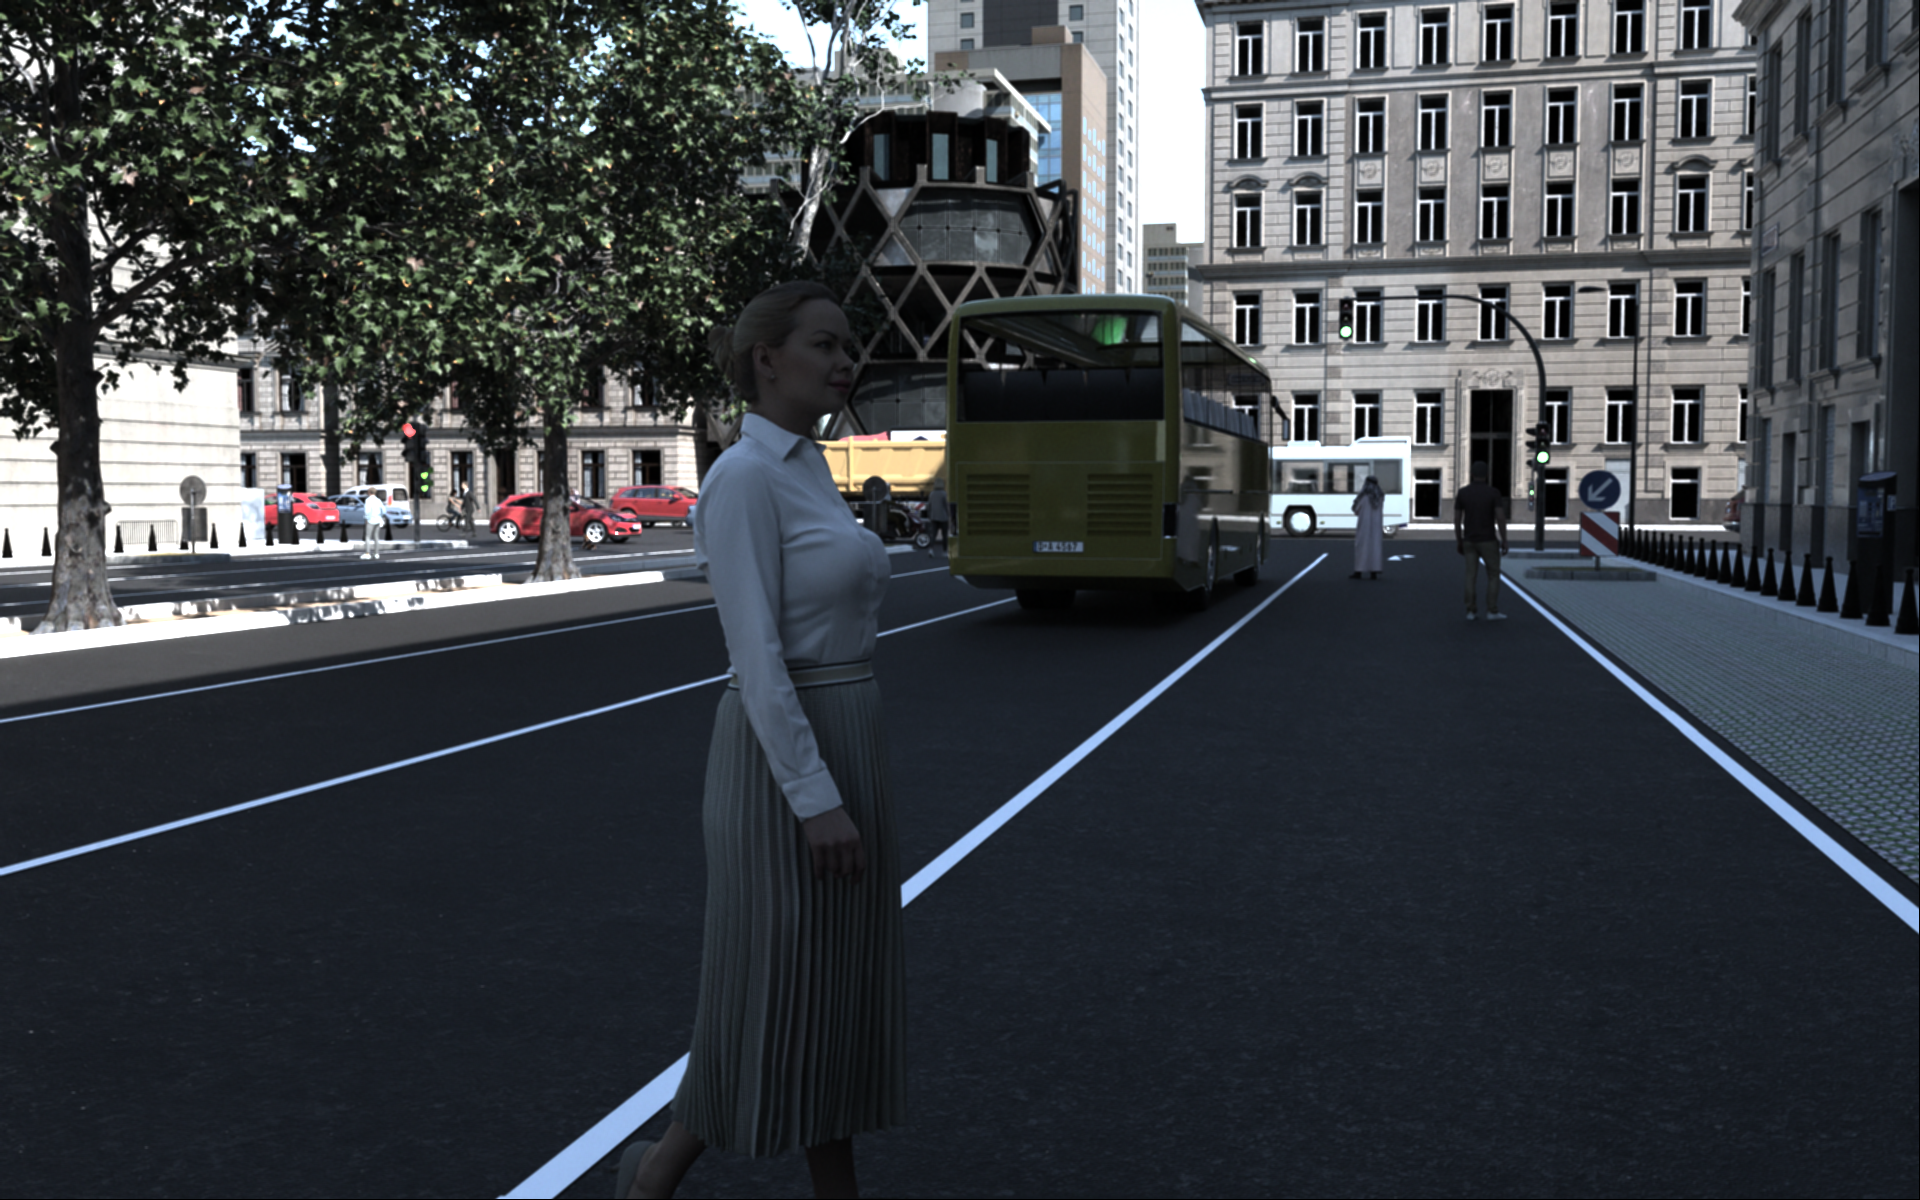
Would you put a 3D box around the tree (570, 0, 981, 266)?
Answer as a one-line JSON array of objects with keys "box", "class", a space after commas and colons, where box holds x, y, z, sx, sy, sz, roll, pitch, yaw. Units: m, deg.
[{"box": [-4.537, -10.955, 37.465, 12.611, 20.169, 13.585, 0, 3, 0], "class": "tree"}]

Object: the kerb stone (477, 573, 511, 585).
[{"box": [-7.473, -0.323, 27.470, 0.120, 0.150, 1.000, 1, 4, 14], "class": "kerb stone"}]

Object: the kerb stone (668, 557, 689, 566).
[{"box": [-5.704, -0.750, 34.452, 0.120, 0.150, 1.000, 1, 4, 14], "class": "kerb stone"}]

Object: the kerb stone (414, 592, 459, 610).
[{"box": [-6.711, 0.014, 21.968, 0.120, 0.150, 1.000, 1, 4, 14], "class": "kerb stone"}]

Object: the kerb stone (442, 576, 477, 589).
[{"box": [-7.736, -0.262, 26.478, 0.120, 0.150, 1.000, 1, 4, 14], "class": "kerb stone"}]

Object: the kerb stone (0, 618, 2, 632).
[{"box": [-10.011, 0.286, 17.511, 0.120, 0.150, 1.000, 1, 4, 14], "class": "kerb stone"}]

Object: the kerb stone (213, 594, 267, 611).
[{"box": [-8.998, 0.043, 21.494, 0.120, 0.150, 1.000, 1, 4, 14], "class": "kerb stone"}]

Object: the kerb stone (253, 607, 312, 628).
[{"box": [-7.480, 0.198, 18.960, 0.120, 0.150, 1.000, 1, 4, 14], "class": "kerb stone"}]

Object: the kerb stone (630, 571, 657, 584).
[{"box": [-5.187, -0.352, 27.950, 0.120, 0.150, 1.000, 1, 4, 14], "class": "kerb stone"}]

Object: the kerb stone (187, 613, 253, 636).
[{"box": [-7.736, 0.263, 17.958, 0.120, 0.150, 1.000, 1, 4, 14], "class": "kerb stone"}]

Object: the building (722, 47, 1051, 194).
[{"box": [-6.288, -28.322, 154.949, 32.217, 40.220, 23.993, 1, 4, 14], "class": "building"}]

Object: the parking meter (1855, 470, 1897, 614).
[{"box": [9.820, -0.622, 18.581, 0.372, 1.533, 0.369, 0, 3, 0], "class": "parking meter"}]

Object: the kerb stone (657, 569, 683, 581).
[{"box": [-4.936, -0.413, 28.953, 0.120, 0.150, 1.000, 1, 4, 14], "class": "kerb stone"}]

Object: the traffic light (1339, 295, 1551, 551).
[{"box": [11.059, -3.967, 39.525, 4.771, 5.953, 1.251, 1, 4, 14], "class": "traffic light"}]

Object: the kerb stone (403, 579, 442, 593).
[{"box": [-7.984, -0.200, 25.481, 0.120, 0.150, 1.000, 1, 4, 14], "class": "kerb stone"}]

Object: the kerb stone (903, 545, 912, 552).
[{"box": [-1.375, -1.264, 42.926, 0.120, 0.150, 1.000, 1, 4, 14], "class": "kerb stone"}]

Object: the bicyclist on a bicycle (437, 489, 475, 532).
[{"box": [-19.256, -3.430, 66.108, 1.625, 1.676, 1.499, 1, 4, 14], "class": "bicyclist on a bicycle"}]

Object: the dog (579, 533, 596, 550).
[{"box": [-9.671, -1.504, 44.783, 0.550, 0.427, 0.748, 0, 4, 3], "class": "dog"}]

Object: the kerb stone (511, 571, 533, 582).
[{"box": [-7.225, -0.380, 28.469, 0.120, 0.150, 1.000, 1, 4, 14], "class": "kerb stone"}]

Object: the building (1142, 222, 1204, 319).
[{"box": [28.596, -34.198, 251.015, 23.993, 40.220, 32.217, 1, 4, 14], "class": "building"}]

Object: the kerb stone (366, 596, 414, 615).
[{"box": [-6.968, 0.075, 20.973, 0.120, 0.150, 1.000, 1, 4, 14], "class": "kerb stone"}]

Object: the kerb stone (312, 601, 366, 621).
[{"box": [-7.223, 0.137, 19.955, 0.120, 0.150, 1.000, 1, 4, 14], "class": "kerb stone"}]

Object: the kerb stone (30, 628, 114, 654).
[{"box": [-8.237, 0.381, 15.964, 0.120, 0.150, 1.000, 1, 4, 14], "class": "kerb stone"}]

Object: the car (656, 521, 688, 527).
[{"box": [-13.510, -4.068, 76.739, 3.980, 1.641, 2.015, 1, 4, 15], "class": "car"}]

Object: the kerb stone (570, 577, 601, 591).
[{"box": [-5.700, -0.230, 25.961, 0.120, 0.150, 1.000, 1, 4, 14], "class": "kerb stone"}]

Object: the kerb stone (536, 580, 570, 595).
[{"box": [-5.948, -0.169, 24.964, 0.120, 0.150, 1.000, 1, 4, 14], "class": "kerb stone"}]

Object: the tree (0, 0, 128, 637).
[{"box": [-8.667, -5.959, 16.898, 9.611, 12.733, 9.660, 0, 3, 0], "class": "tree"}]

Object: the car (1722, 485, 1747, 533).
[{"box": [24.414, -2.458, 48.854, 5.304, 1.827, 2.281, 1, 4, 14], "class": "car"}]

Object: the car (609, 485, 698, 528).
[{"box": [-12.102, -3.898, 72.403, 5.304, 1.827, 2.281, 1, 4, 15], "class": "car"}]

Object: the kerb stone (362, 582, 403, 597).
[{"box": [-8.239, -0.137, 24.487, 0.120, 0.150, 1.000, 1, 4, 14], "class": "kerb stone"}]

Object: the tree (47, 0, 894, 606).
[{"box": [-6.233, -6.551, 26.577, 9.611, 12.733, 9.660, 0, 3, 0], "class": "tree"}]

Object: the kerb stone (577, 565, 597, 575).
[{"box": [-6.716, -0.505, 30.467, 0.120, 0.150, 1.000, 1, 4, 14], "class": "kerb stone"}]

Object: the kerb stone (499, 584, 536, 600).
[{"box": [-6.206, -0.108, 23.969, 0.120, 0.150, 1.000, 1, 4, 14], "class": "kerb stone"}]

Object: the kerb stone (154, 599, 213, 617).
[{"box": [-9.253, 0.104, 20.497, 0.120, 0.150, 1.000, 1, 4, 14], "class": "kerb stone"}]

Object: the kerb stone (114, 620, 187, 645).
[{"box": [-7.986, 0.320, 16.960, 0.120, 0.150, 1.000, 1, 4, 14], "class": "kerb stone"}]

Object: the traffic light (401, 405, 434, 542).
[{"box": [-14.480, -3.499, 46.132, 0.839, 4.253, 0.868, 1, 4, 14], "class": "traffic light"}]

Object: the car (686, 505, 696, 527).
[{"box": [-7.768, -3.138, 63.308, 4.499, 1.417, 2.014, 1, 4, 16], "class": "car"}]

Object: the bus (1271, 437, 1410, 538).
[{"box": [8.337, -3.889, 58.444, 13.247, 3.499, 2.948, 1, 4, 14], "class": "bus"}]

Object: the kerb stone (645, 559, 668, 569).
[{"box": [-5.950, -0.689, 33.455, 0.120, 0.150, 1.000, 1, 4, 14], "class": "kerb stone"}]

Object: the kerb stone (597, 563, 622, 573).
[{"box": [-6.464, -0.567, 31.462, 0.120, 0.150, 1.000, 1, 4, 14], "class": "kerb stone"}]

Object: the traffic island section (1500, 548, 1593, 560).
[{"box": [13.144, -1.038, 39.254, 2.009, 0.180, 2.903, 1, 4, 14], "class": "traffic island section"}]

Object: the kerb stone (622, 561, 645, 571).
[{"box": [-6.211, -0.628, 32.462, 0.120, 0.150, 1.000, 1, 4, 14], "class": "kerb stone"}]

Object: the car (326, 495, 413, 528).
[{"box": [-25.409, -3.755, 73.394, 4.499, 1.417, 2.014, 1, 4, 15], "class": "car"}]

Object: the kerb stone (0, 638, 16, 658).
[{"box": [-8.497, 0.444, 14.971, 0.120, 0.150, 1.000, 1, 4, 14], "class": "kerb stone"}]

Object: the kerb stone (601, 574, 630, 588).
[{"box": [-5.447, -0.291, 26.956, 0.120, 0.150, 1.000, 1, 4, 14], "class": "kerb stone"}]

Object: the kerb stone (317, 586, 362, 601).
[{"box": [-8.495, -0.079, 23.492, 0.120, 0.150, 1.000, 1, 4, 14], "class": "kerb stone"}]

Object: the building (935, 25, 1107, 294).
[{"box": [6.416, -31.873, 171.238, 14.600, 45.320, 14.200, 1, 4, 14], "class": "building"}]

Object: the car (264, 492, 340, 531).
[{"box": [-26.756, -3.629, 68.370, 4.494, 1.783, 2.155, 1, 4, 16], "class": "car"}]

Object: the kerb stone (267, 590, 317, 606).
[{"box": [-8.747, -0.018, 22.493, 0.120, 0.150, 1.000, 1, 4, 14], "class": "kerb stone"}]

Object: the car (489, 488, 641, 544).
[{"box": [-11.538, -2.555, 50.817, 4.494, 1.783, 2.155, 1, 4, 13], "class": "car"}]

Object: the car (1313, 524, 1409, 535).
[{"box": [13.835, -2.968, 61.111, 3.894, 1.354, 1.945, 1, 4, 14], "class": "car"}]

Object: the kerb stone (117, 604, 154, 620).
[{"box": [-9.509, 0.167, 19.503, 0.120, 0.150, 1.000, 1, 4, 14], "class": "kerb stone"}]

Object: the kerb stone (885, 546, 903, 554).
[{"box": [-1.632, -1.207, 41.932, 0.120, 0.150, 1.000, 1, 4, 14], "class": "kerb stone"}]

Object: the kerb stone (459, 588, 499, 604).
[{"box": [-6.460, -0.046, 22.964, 0.120, 0.150, 1.000, 1, 4, 14], "class": "kerb stone"}]

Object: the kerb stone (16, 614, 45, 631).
[{"box": [-9.764, 0.227, 18.508, 0.120, 0.150, 1.000, 1, 4, 14], "class": "kerb stone"}]

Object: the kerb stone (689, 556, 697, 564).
[{"box": [-5.448, -0.811, 35.456, 0.120, 0.150, 1.000, 1, 4, 14], "class": "kerb stone"}]

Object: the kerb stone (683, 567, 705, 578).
[{"box": [-4.681, -0.474, 29.949, 0.120, 0.150, 1.000, 1, 4, 14], "class": "kerb stone"}]

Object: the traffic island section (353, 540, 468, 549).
[{"box": [-14.516, -1.468, 46.276, 2.009, 0.180, 2.903, 1, 4, 14], "class": "traffic island section"}]

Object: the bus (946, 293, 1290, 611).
[{"box": [2.655, -1.997, 24.196, 2.896, 3.916, 12.252, 1, 4, 15], "class": "bus"}]

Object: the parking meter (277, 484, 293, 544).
[{"box": [-17.225, -2.190, 44.213, 0.372, 1.533, 0.369, 0, 3, 0], "class": "parking meter"}]
